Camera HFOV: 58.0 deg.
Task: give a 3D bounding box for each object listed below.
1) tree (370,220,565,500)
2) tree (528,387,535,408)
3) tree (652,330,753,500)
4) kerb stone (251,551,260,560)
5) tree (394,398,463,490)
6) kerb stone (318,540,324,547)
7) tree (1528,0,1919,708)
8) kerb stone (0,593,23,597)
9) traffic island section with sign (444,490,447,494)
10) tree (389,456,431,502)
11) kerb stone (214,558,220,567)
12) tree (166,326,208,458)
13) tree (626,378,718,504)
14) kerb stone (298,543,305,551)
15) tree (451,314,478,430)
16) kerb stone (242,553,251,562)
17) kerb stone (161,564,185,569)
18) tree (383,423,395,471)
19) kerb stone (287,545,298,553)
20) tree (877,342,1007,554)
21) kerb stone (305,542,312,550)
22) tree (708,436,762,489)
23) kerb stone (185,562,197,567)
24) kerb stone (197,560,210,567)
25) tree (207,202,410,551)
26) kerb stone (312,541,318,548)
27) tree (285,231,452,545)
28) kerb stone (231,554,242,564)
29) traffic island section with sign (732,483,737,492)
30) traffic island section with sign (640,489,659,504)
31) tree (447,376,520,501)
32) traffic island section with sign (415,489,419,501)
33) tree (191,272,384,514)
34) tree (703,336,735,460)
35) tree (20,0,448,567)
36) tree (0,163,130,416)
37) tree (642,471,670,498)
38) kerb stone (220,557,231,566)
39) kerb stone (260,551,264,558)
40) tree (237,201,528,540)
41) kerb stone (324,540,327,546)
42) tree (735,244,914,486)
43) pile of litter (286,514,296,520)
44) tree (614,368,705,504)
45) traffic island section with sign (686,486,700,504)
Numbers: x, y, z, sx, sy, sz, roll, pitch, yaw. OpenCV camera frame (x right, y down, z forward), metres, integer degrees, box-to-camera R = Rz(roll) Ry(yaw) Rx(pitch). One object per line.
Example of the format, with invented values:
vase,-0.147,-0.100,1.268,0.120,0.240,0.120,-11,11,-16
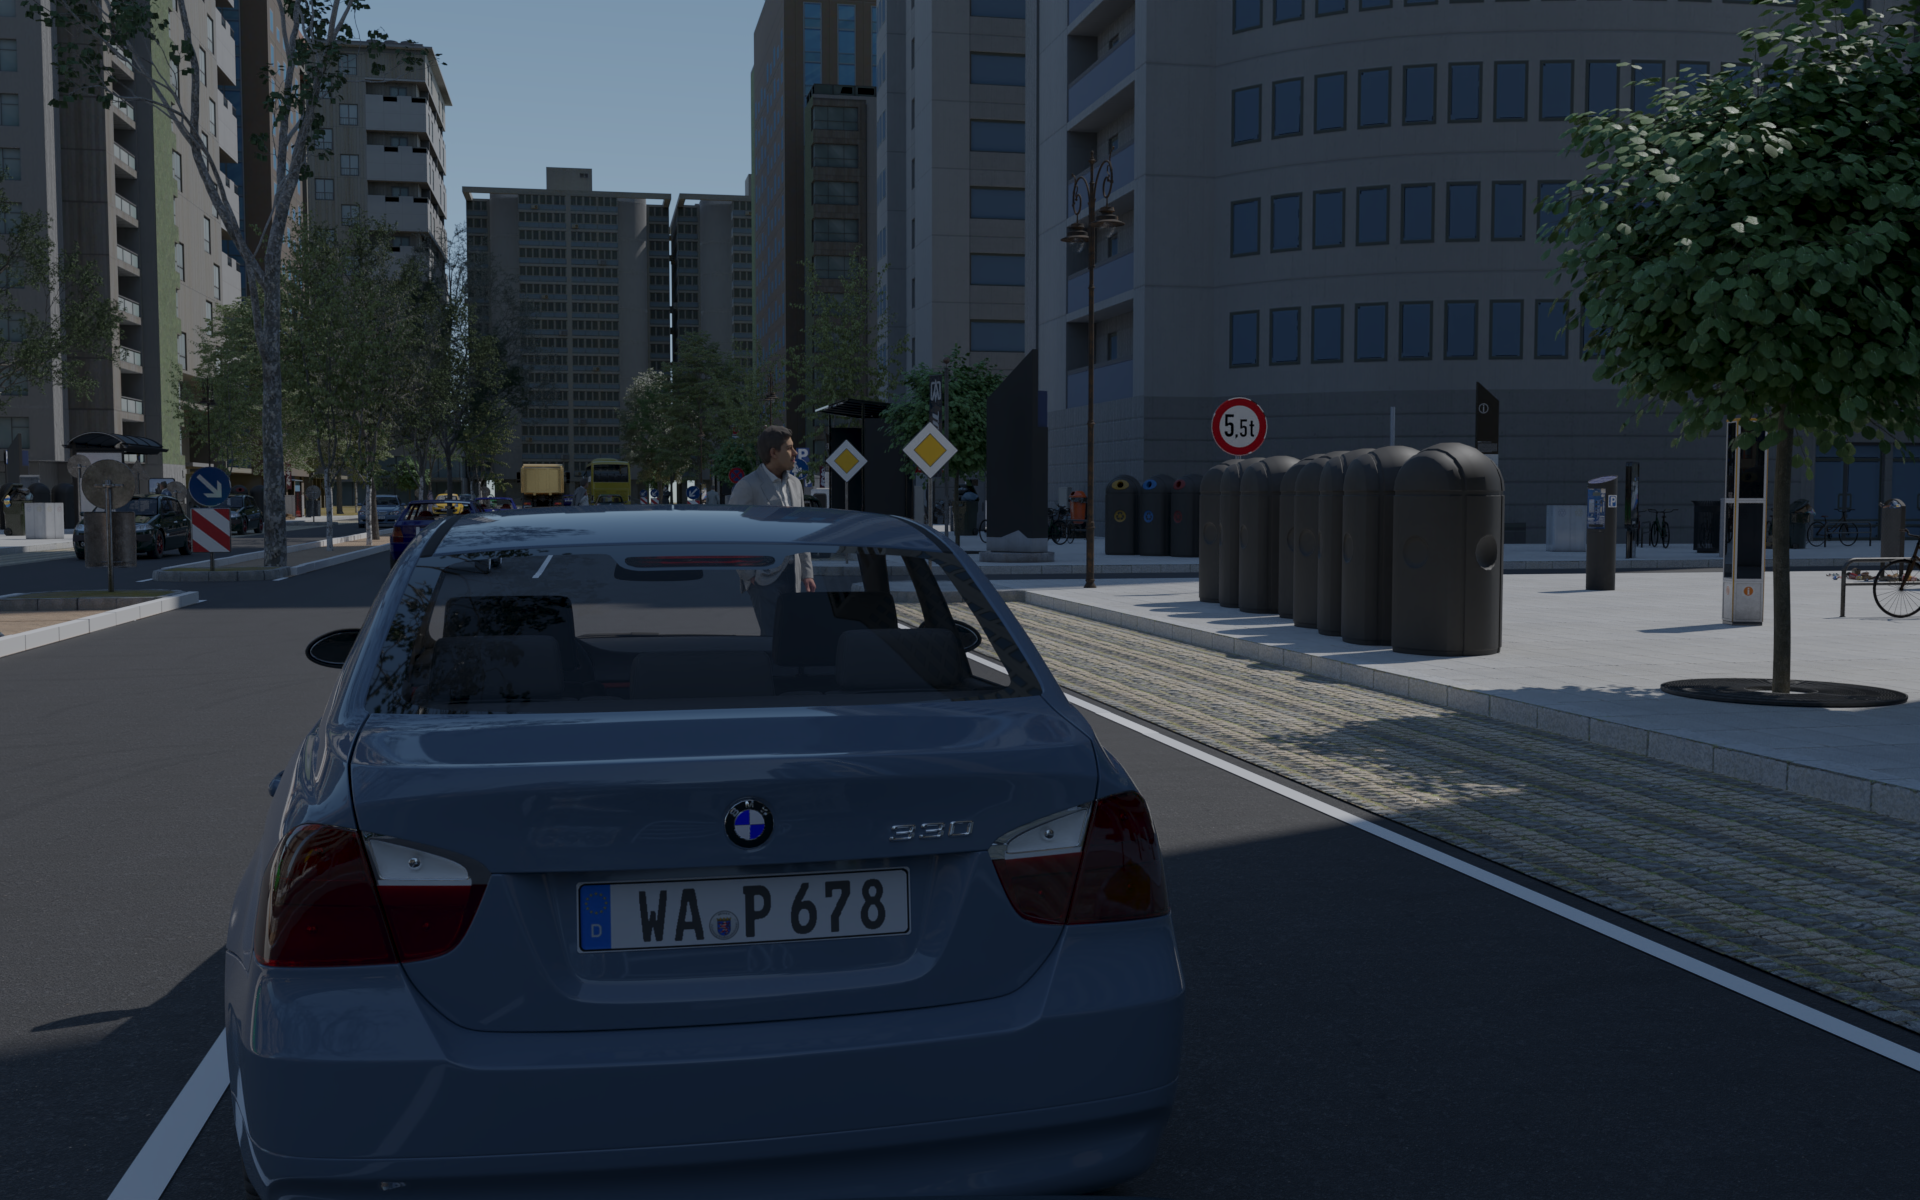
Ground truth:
tree,-22.782,-10.044,77.049,12.009,13.543,11.850,0,3,0
tree,-20.745,-7.966,67.120,8.767,10.594,7.601,-1,4,-12
tree,-17.838,-12.358,120.188,7.486,12.596,7.792,0,3,0
kerb stone,-15.364,-0.934,37.466,0.120,0.150,1.000,-1,4,-12
tree,-52.312,-14.996,170.939,9.928,11.665,9.643,0,3,0
kerb stone,-17.287,-1.486,46.485,0.120,0.150,1.000,-1,4,-12
tree,5.342,-1.667,10.971,4.285,4.588,4.351,0,3,0
kerb stone,-12.049,0.017,21.919,0.120,0.150,1.000,-1,4,-12
traffic island section with sign,-45.542,-8.912,154.346,1.989,1.847,2.006,-1,4,-12
tree,-45.743,-9.784,143.684,4.285,4.588,4.351,0,3,0
kerb stone,-14.510,-0.689,33.467,0.120,0.150,1.000,-1,4,-12
tree,-31.579,-7.561,73.978,4.737,8.622,4.395,0,3,0
tree,-24.903,-13.730,150.236,9.928,11.665,9.643,0,3,0
kerb stone,-16.641,-1.301,43.474,0.120,0.150,1.000,-1,4,-12
tree,-19.144,-6.636,61.315,4.360,8.622,3.978,0,3,0
kerb stone,-15.153,-0.873,36.466,0.120,0.150,1.000,-1,4,-12
kerb stone,-13.866,-0.505,30.468,0.120,0.150,1.000,-1,4,-12
tree,-40.399,-11.808,111.192,7.486,12.596,7.792,0,3,0
kerb stone,-16.432,-1.238,42.468,0.120,0.150,1.000,-1,4,-12
tree,-0.081,-3.295,37.591,4.285,4.588,4.351,0,3,0
kerb stone,-16.856,-1.363,44.473,0.120,0.150,1.000,-1,4,-12
tree,-11.175,-6.422,88.714,4.285,4.588,4.351,0,3,0
kerb stone,-14.083,-0.567,31.467,0.120,0.150,1.000,-1,4,-12
kerb stone,-14.288,-0.628,32.469,0.120,0.150,1.000,-1,4,-12
tree,-15.676,-5.507,42.855,4.737,8.622,4.395,0,3,0
kerb stone,-17.071,-1.424,45.481,0.120,0.150,1.000,-1,4,-12
tree,-16.484,-5.828,48.102,4.360,8.622,3.978,0,3,0
kerb stone,-14.930,-0.804,35.469,0.120,0.150,1.000,-1,4,-12
traffic island section with sign,-7.204,-2.896,55.969,1.989,1.847,2.006,-1,4,-12
traffic island section with sign,-23.306,-7.511,131.433,1.989,1.847,2.006,-1,4,-12
tree,-25.301,-8.472,91.344,4.737,8.622,4.395,0,3,0
traffic island section with sign,-39.922,-7.300,127.981,1.989,1.847,2.006,-1,4,-12
tree,-35.149,-10.389,87.987,7.486,12.596,7.792,0,3,0
tree,-9.427,-7.873,79.083,4.737,8.622,4.395,0,3,0
tree,-14.715,-10.728,33.753,12.611,20.169,13.585,0,3,0
tree,-25.890,-6.797,45.548,8.767,10.594,7.601,0,4,-5
tree,-31.826,-12.126,181.967,4.285,4.588,4.351,0,3,0
kerb stone,-14.721,-0.747,34.467,0.120,0.150,1.000,-1,4,-12
kerb stone,-15.574,-0.995,38.469,0.120,0.150,1.000,-1,4,-12
tree,-18.235,-7.156,53.875,8.767,10.594,7.601,-1,4,-12
kerb stone,-17.504,-1.544,47.484,0.120,0.150,1.000,-1,4,-12
tree,-3.529,-6.214,51.953,4.737,8.622,4.395,0,3,0
pile of litter,-33.645,-4.429,86.378,1.176,0.858,1.719,0,4,7
tree,-30.021,-16.305,173.241,9.857,13.997,8.962,0,3,0
traffic island section with sign,-12.828,-4.508,82.334,1.989,1.847,2.006,-1,4,-12
